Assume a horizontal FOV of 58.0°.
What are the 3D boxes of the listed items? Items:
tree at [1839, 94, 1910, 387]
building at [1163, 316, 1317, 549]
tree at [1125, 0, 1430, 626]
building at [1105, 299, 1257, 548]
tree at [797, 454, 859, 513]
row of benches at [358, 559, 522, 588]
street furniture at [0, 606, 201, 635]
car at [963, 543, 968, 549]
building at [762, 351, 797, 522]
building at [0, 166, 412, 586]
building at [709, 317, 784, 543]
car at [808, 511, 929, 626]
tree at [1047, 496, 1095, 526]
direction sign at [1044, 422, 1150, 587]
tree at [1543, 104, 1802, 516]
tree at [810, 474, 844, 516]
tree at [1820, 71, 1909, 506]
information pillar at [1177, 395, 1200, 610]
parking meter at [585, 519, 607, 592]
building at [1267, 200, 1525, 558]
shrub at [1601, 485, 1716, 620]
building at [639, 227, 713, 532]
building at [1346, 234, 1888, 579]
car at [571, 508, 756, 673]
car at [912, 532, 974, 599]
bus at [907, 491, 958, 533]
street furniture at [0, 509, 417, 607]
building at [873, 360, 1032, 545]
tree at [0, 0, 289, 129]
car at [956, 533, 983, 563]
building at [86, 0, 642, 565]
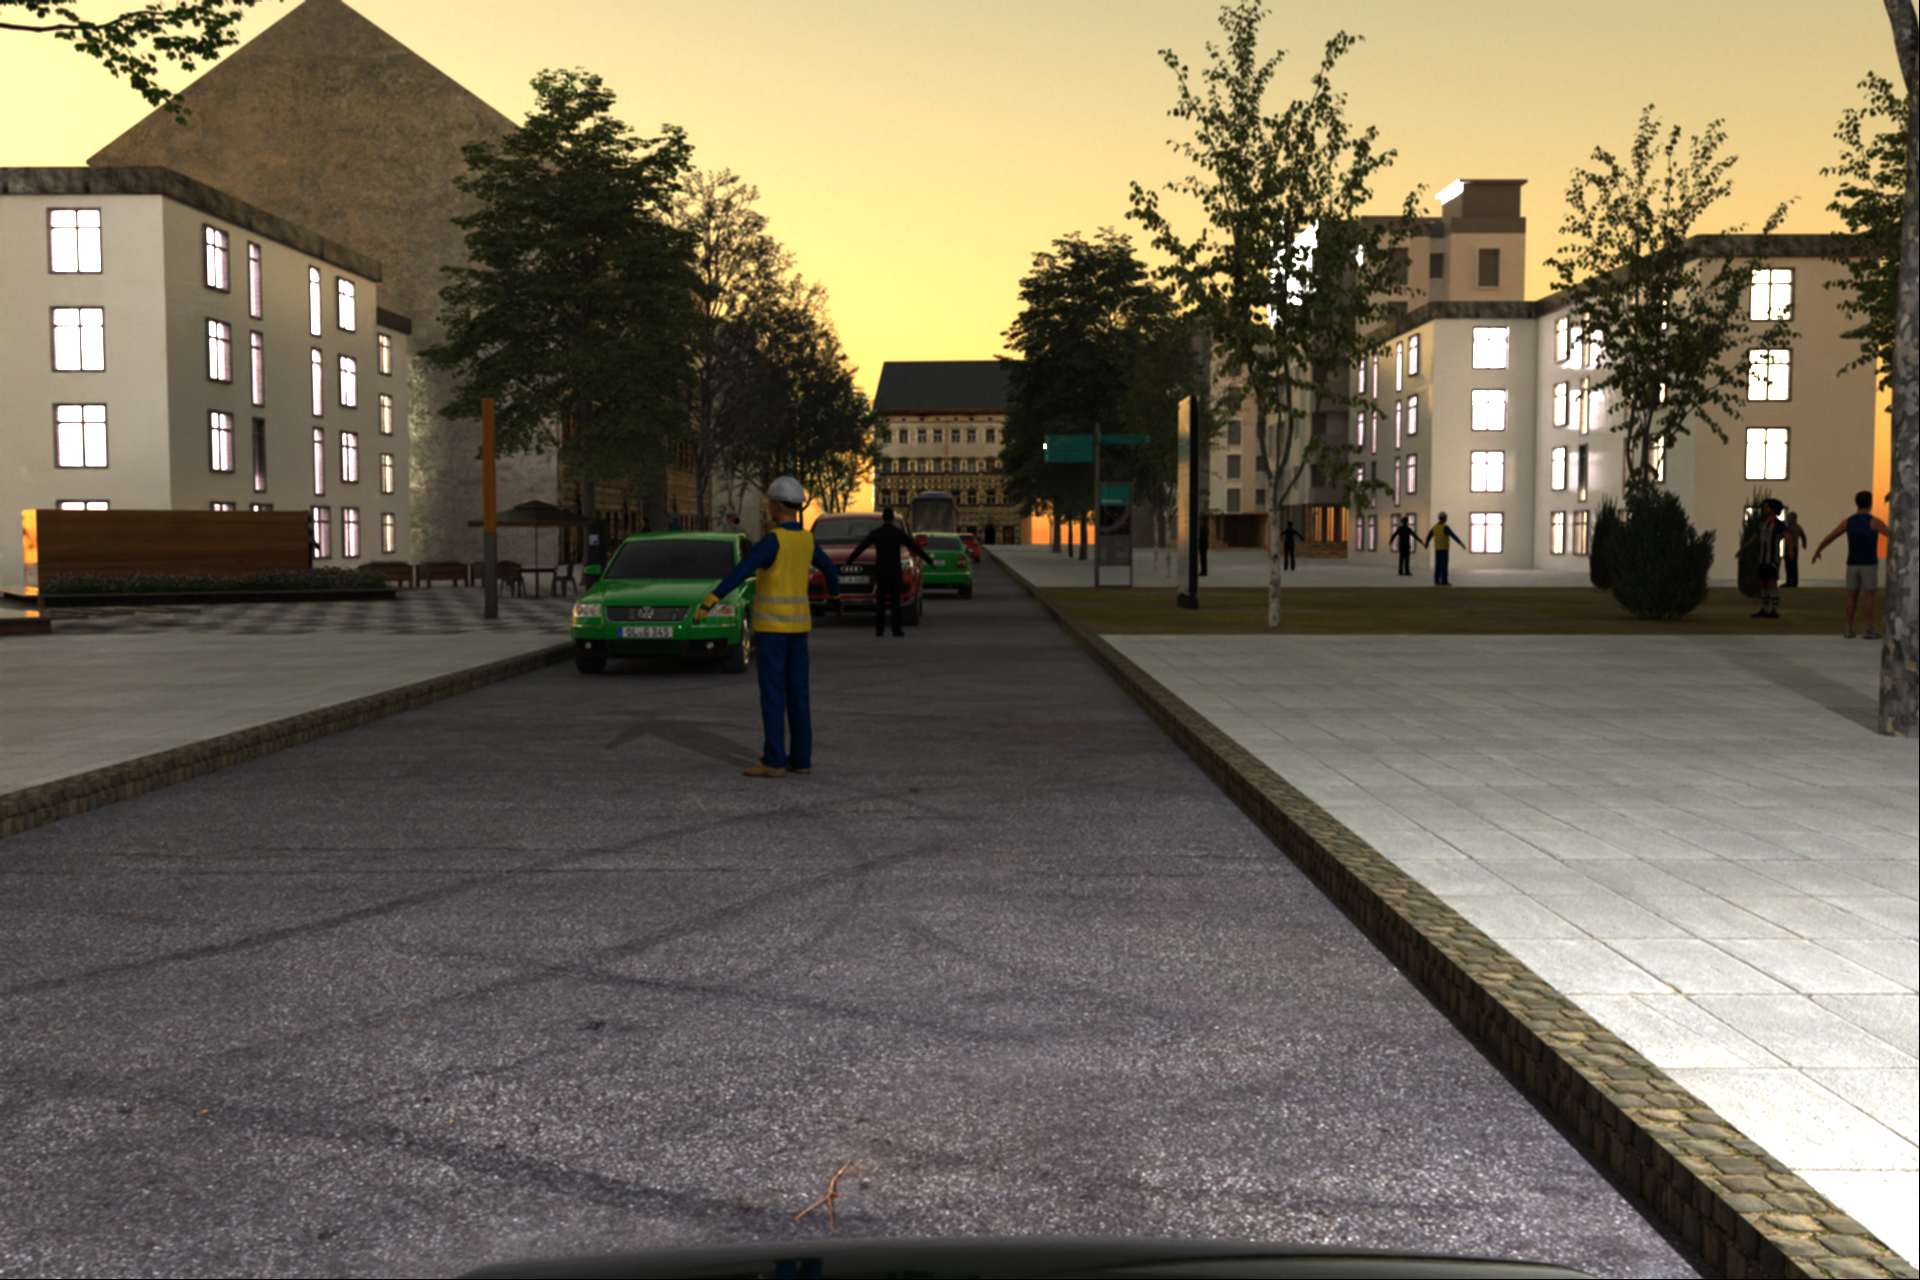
[{"bbox_3d":[21.481,-7.137,34.811,7.486,12.596,7.792,0,3,0],"label":"tree"},{"bbox_3d":[23.751,-18.419,157.578,16.016,20.090,11.380,0,3,0],"label":"building"},{"bbox_3d":[4.337,-4.482,23.643,4.737,8.622,4.395,0,3,0],"label":"tree"},{"bbox_3d":[24.043,-20.753,170.242,19.493,23.208,18.063,0,4,1],"label":"building"},{"bbox_3d":[-16.640,-17.976,219.663,9.928,11.665,9.643,0,3,0],"label":"tree"},{"bbox_3d":[-12.570,-1.609,41.764,4.104,0.672,1.422,-3,5,-44],"label":"row of benches"},{"bbox_3d":[-17.021,-0.961,22.568,9.812,1.723,11.010,3,5,43],"label":"street furniture"},{"bbox_3d":[-0.662,-4.158,80.347,2.083,1.381,4.827,0,4,-1],"label":"car"},{"bbox_3d":[-27.236,-19.324,182.401,16.747,18.905,31.486,0,4,1],"label":"building"},{"bbox_3d":[-22.431,-6.830,53.822,9.099,9.664,28.070,0,4,1],"label":"building"},{"bbox_3d":[-26.016,-19.821,155.008,19.493,23.208,18.063,0,4,1],"label":"building"},{"bbox_3d":[-1.652,-1.230,28.788,2.281,1.827,5.304,0,4,0],"label":"car"},{"bbox_3d":[15.709,-19.077,218.558,9.857,13.997,8.962,0,3,0],"label":"tree"},{"bbox_3d":[3.275,-3.193,40.963,2.525,3.948,1.411,0,4,1],"label":"direction sign"},{"bbox_3d":[12.356,-4.912,30.670,4.737,8.622,4.395,0,3,0],"label":"tree"},{"bbox_3d":[-15.777,-16.044,212.689,4.360,8.622,3.978,0,3,0],"label":"tree"},{"bbox_3d":[14.682,-4.608,25.704,4.737,8.622,4.395,0,3,0],"label":"tree"},{"bbox_3d":[3.971,-2.375,30.152,0.184,3.620,1.656,0,4,0],"label":"information pillar"},{"bbox_3d":[-6.129,-1.270,29.182,0.372,1.533,0.369,0,3,0],"label":"parking meter"},{"bbox_3d":[23.941,-15.184,104.673,16.016,20.090,11.380,0,4,0],"label":"building"},{"bbox_3d":[10.477,-1.320,25.994,1.690,2.028,1.600,0,3,0],"label":"shrub"},{"bbox_3d":[-24.993,-16.492,100.573,19.493,23.208,18.063,0,4,-1],"label":"building"},{"bbox_3d":[21.498,-7.372,62.686,9.099,9.664,28.070,0,4,0],"label":"building"},{"bbox_3d":[-3.058,-0.639,19.249,1.959,1.807,4.718,0,4,1],"label":"car"},{"bbox_3d":[-0.642,-1.896,39.791,1.959,1.807,4.718,0,4,-1],"label":"car"},{"bbox_3d":[-1.471,-6.828,103.186,2.896,3.916,12.251,0,4,1],"label":"bus"},{"bbox_3d":[-14.343,-1.649,33.813,11.010,1.723,9.812,-2,4,-35],"label":"street furniture"},{"bbox_3d":[-0.590,-23.534,218.169,18.063,23.208,19.493,0,4,6],"label":"building"},{"bbox_3d":[-9.022,-5.345,13.142,9.928,11.665,9.643,0,3,0],"label":"tree"},{"bbox_3d":[0.091,-4.811,87.692,2.155,1.783,4.494,0,4,-1],"label":"car"},{"bbox_3d":[-25.634,-15.197,79.394,19.493,23.208,18.063,0,3,0],"label":"building"}]
